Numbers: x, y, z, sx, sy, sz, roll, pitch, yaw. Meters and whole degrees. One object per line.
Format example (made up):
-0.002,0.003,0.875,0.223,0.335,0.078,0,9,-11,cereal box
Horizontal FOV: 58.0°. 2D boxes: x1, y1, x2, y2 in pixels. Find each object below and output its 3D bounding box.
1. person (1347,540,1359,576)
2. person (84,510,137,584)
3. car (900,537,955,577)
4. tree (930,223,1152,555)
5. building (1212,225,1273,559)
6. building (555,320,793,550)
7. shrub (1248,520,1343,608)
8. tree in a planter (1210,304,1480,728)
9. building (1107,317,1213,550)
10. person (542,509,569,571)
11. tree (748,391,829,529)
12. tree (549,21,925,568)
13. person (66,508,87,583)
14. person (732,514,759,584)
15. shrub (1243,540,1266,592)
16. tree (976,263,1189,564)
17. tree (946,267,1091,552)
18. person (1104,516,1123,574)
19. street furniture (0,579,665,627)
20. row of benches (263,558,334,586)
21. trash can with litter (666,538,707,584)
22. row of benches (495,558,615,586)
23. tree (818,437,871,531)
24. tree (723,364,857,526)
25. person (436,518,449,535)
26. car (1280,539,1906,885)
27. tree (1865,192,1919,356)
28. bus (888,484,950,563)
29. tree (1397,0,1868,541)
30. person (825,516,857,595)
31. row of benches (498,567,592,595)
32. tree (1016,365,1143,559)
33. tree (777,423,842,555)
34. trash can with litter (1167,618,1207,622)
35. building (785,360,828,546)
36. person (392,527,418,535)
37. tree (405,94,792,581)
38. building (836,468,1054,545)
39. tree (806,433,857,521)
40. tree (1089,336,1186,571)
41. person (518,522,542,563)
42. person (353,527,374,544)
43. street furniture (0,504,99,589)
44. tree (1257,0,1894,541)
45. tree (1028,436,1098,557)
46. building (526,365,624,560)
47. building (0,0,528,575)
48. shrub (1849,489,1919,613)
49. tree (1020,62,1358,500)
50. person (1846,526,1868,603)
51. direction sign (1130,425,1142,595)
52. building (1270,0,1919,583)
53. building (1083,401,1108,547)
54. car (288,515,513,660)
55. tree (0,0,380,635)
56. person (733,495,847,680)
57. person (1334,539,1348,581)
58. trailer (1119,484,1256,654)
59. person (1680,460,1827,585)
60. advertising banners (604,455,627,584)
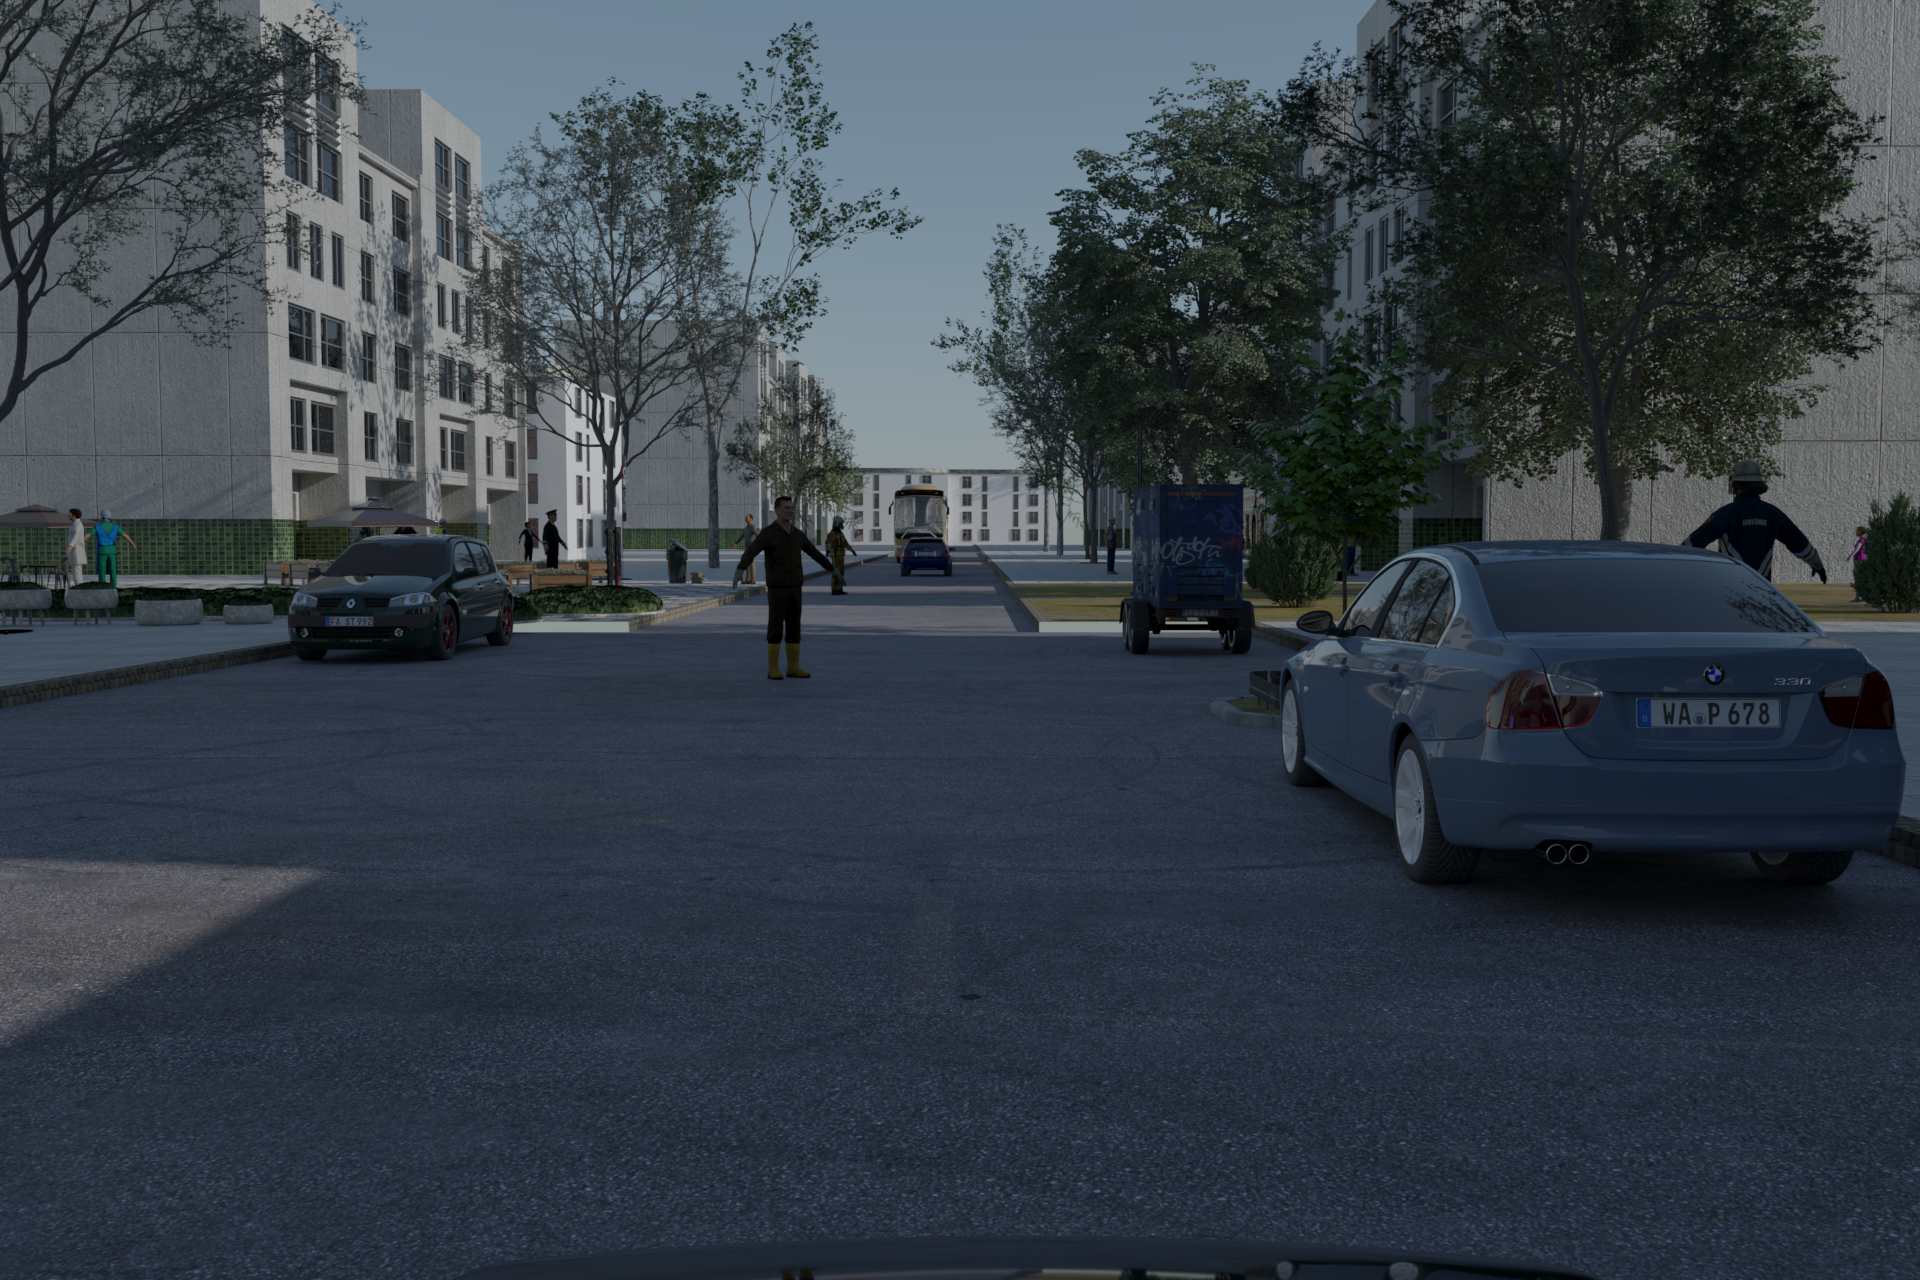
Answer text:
12.004,-2.881,53.072,0.705,1.833,1.349,3,5,42,person
-18.637,-1.936,37.786,1.347,1.817,0.704,-3,5,-45,person
-1.137,-2.890,59.826,1.945,1.354,3.894,0,4,0,car
4.990,-15.329,106.519,12.611,20.169,13.585,0,3,0,tree
24.404,-16.101,94.178,19.493,23.208,18.063,0,3,0,building
-25.159,-17.895,159.036,16.747,18.905,31.486,0,4,0,building
5.916,-1.586,30.352,1.690,2.028,1.600,0,3,0,shrub
3.012,-0.996,13.512,1.991,3.239,1.994,0,4,0,tree in a planter
22.458,-17.306,149.411,16.747,18.905,31.486,0,3,0,building
-9.060,-1.997,38.589,0.705,1.837,1.347,0,4,7,person
-9.241,-8.509,89.477,4.360,8.622,3.978,0,3,0,tree
-8.183,-12.729,64.001,12.611,20.169,13.585,0,3,0,tree
-18.106,-1.788,35.421,0.705,1.806,1.347,-2,4,-24,person
-5.412,-2.330,44.361,0.705,1.796,1.348,-3,4,-36,person
6.781,-1.679,38.560,1.383,1.207,1.383,0,3,0,shrub
5.765,-10.071,75.036,12.009,13.543,11.850,0,3,0,tree
4.790,-16.450,124.850,12.611,20.169,13.585,0,3,0,tree
4.865,-3.024,55.304,0.705,1.847,1.347,2,4,28,person
-9.699,-0.673,26.623,10.072,0.657,5.734,0,4,-6,street furniture
-16.069,-1.681,42.951,4.104,0.672,1.422,3,5,44,row of benches
-7.114,-2.061,45.081,1.055,1.170,0.624,0,4,1,trash can with litter
-10.200,-1.735,43.829,1.422,0.672,4.104,2,4,33,row of benches
-9.030,-10.938,129.190,4.737,8.622,4.395,0,3,0,tree
-9.430,-9.880,95.947,8.767,10.594,7.601,1,4,12,tree
-15.849,-2.872,53.415,0.721,1.772,1.216,-3,5,-43,person
2.723,0.222,8.377,2.014,1.417,4.499,0,4,1,car
25.409,-7.817,38.171,12.009,13.543,11.850,0,3,0,tree
-1.929,-5.909,88.163,2.896,3.916,12.252,0,4,0,bus
13.900,-7.912,36.009,9.857,13.997,8.962,0,3,0,tree
-2.847,-1.987,40.706,0.705,1.858,1.354,2,4,26,person
-8.628,-0.979,31.474,4.104,0.672,1.422,-1,4,-21,row of benches
6.198,-9.390,87.939,7.601,10.594,8.767,1,4,12,tree
-9.557,-9.390,103.892,4.360,8.622,3.978,0,3,0,tree
3.490,-0.859,25.435,1.055,1.170,0.624,0,4,-1,trash can with litter
-24.474,-19.928,192.282,16.747,18.905,31.486,0,4,1,building
-15.828,-2.639,49.340,1.347,1.806,0.705,1,4,17,person
-9.709,-8.426,48.128,12.009,13.543,11.850,0,3,0,tree
-1.859,-16.891,220.775,28.070,9.664,9.099,0,4,-5,building
-8.969,-10.495,121.952,4.737,8.622,4.395,0,3,0,tree
6.361,-6.755,60.803,4.737,8.622,4.395,0,3,0,tree
-15.877,-3.501,63.955,0.721,1.740,1.216,2,4,29,person
-20.070,-3.217,58.381,0.705,1.856,1.354,0,4,5,person
-33.639,-1.835,35.035,27.439,1.986,14.083,0,4,0,street furniture
8.394,-5.389,22.526,8.767,10.594,7.601,-1,4,-22,tree
5.599,-9.033,98.049,4.360,8.622,3.978,0,3,0,tree
-23.964,-9.662,100.128,9.099,9.664,28.070,0,4,0,building
-29.740,-12.404,69.269,16.747,18.905,31.486,0,4,0,building
15.437,-1.463,28.341,1.690,2.028,1.600,0,3,0,shrub
6.478,-8.697,48.844,9.857,13.997,8.962,0,3,0,tree
16.822,-1.422,32.514,0.599,1.433,0.991,3,5,41,person
3.779,-2.723,36.525,0.379,3.537,0.876,0,4,1,direction sign
22.136,-11.877,60.644,16.747,18.905,31.486,0,3,0,building
22.490,-19.349,182.821,16.747,18.905,31.486,0,4,0,building
-6.659,-0.680,20.901,2.009,1.686,4.222,0,3,0,car
-12.560,-6.831,22.055,12.009,13.543,11.850,0,3,0,tree
-1.721,-0.524,17.161,1.346,1.812,0.704,-3,5,-41,person
10.269,-2.503,47.055,0.705,1.813,1.348,3,4,38,person
2.732,-0.898,21.732,1.471,1.999,3.904,0,4,-1,trailer
6.013,-0.455,13.311,1.351,1.845,0.704,0,4,1,person
-7.454,-2.537,37.664,0.090,3.025,2.074,0,4,2,advertising banners
